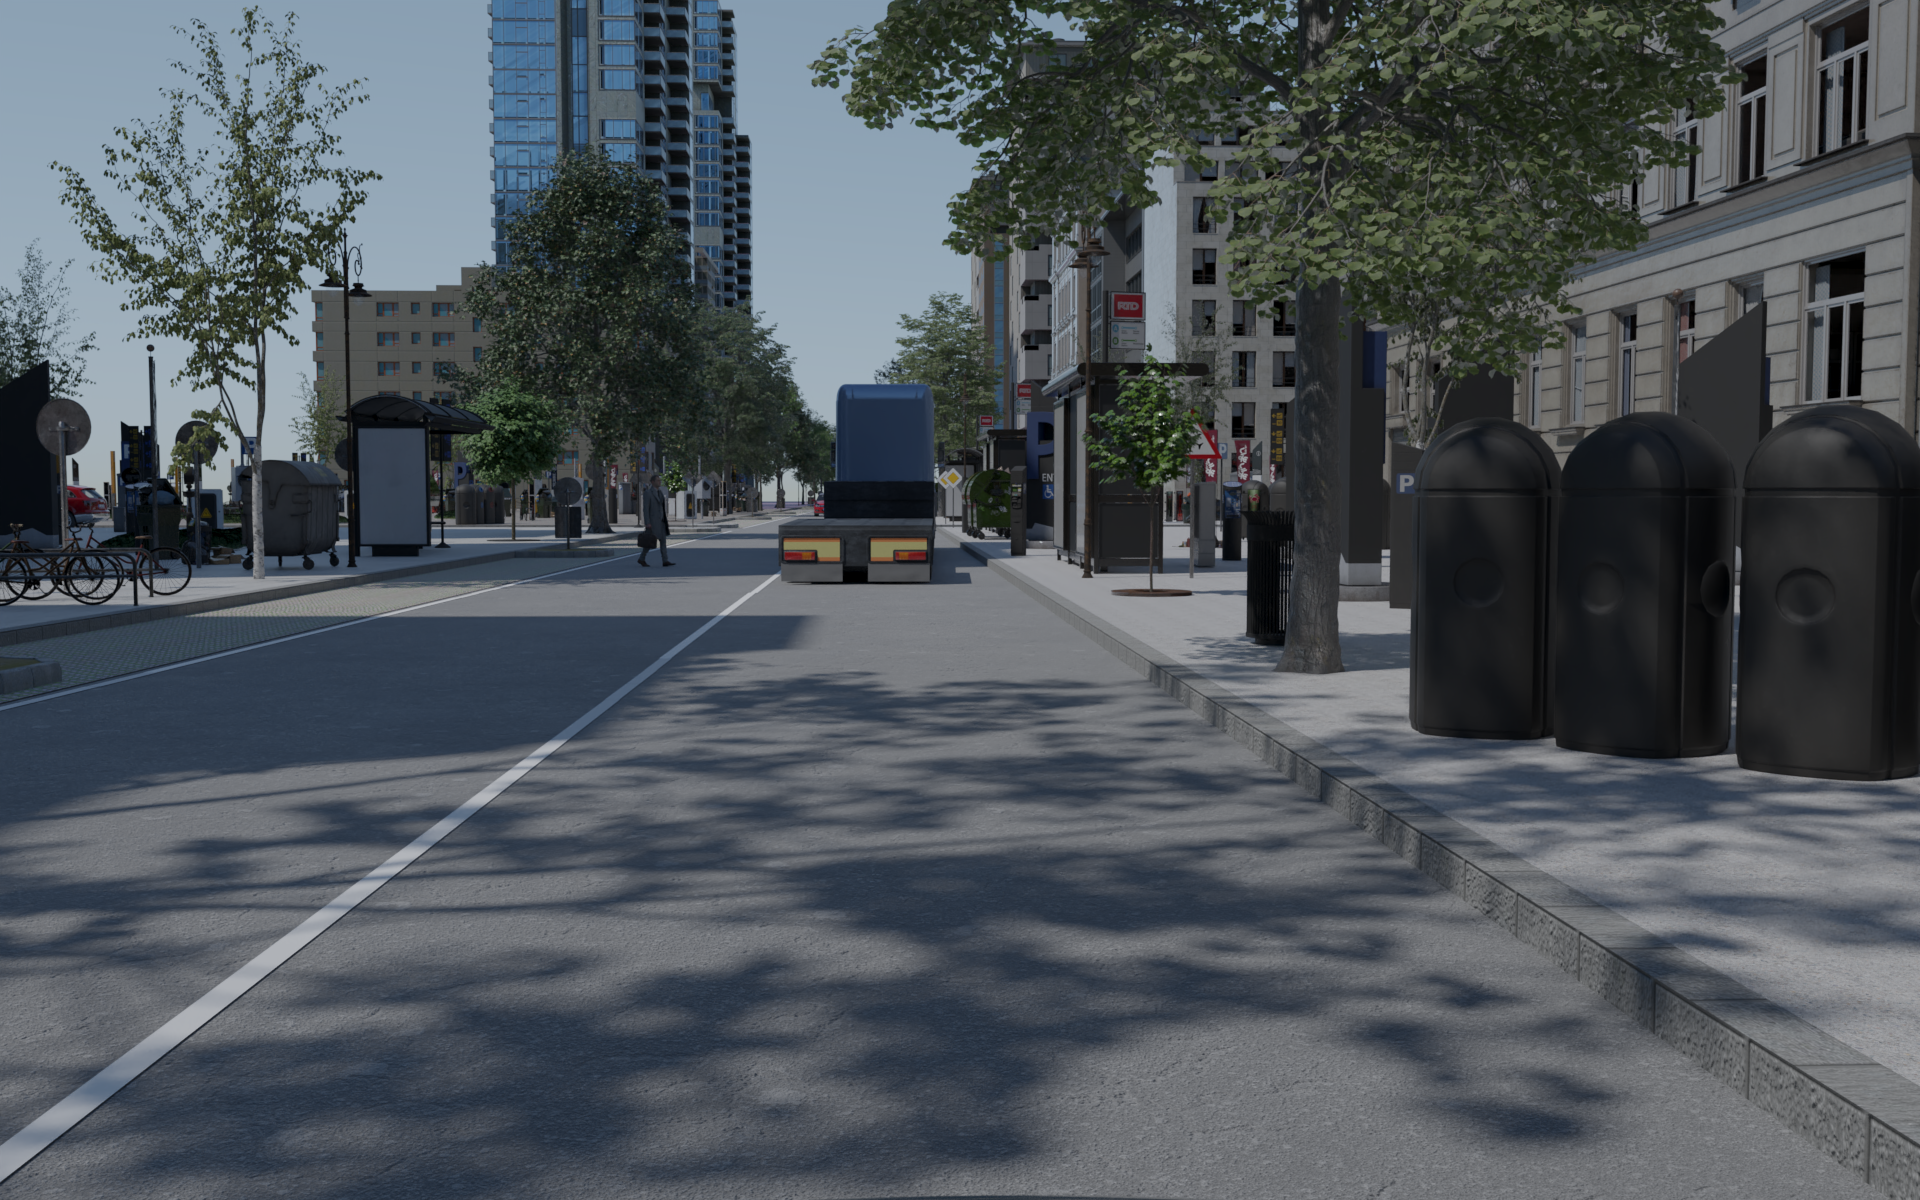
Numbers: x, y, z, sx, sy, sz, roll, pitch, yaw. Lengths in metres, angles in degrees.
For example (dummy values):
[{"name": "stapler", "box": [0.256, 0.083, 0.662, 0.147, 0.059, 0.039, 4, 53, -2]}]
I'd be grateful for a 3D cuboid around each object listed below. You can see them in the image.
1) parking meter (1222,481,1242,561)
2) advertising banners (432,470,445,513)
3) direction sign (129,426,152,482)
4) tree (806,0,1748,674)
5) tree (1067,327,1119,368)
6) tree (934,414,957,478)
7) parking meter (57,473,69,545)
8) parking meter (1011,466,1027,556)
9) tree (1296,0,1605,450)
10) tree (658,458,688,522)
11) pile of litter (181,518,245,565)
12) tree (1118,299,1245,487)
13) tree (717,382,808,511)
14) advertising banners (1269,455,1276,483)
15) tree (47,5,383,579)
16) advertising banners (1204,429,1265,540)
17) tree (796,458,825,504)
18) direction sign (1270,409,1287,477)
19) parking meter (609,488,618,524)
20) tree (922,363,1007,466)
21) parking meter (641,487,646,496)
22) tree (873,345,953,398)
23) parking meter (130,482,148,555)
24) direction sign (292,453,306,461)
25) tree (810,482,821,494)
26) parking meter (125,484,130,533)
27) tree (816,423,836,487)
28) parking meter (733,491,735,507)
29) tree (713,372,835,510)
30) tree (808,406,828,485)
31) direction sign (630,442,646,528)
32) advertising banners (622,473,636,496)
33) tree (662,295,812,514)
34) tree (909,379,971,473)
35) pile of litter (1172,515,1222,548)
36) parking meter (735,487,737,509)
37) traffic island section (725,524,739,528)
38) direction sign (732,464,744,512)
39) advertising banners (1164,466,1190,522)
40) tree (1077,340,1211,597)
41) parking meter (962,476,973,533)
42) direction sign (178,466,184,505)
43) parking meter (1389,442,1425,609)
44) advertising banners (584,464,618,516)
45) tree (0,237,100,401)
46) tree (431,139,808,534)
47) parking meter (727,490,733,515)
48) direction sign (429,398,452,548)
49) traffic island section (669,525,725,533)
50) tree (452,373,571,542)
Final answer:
[{"name": "parking meter", "box": [5.247, -1.528, 33.397, 0.372, 1.533, 0.369, 0, 3, 0]}, {"name": "advertising banners", "box": [-37.924, -8.029, 127.462, 2.074, 3.025, 0.090, 1, 4, 17]}, {"name": "direction sign", "box": [-27.067, -3.997, 57.356, 0.876, 3.537, 0.379, 0, 4, 7]}, {"name": "tree", "box": [2.479, -5.779, 12.610, 7.486, 12.596, 7.792, 0, 3, 0]}, {"name": "tree", "box": [5.732, -7.665, 75.678, 4.360, 8.622, 3.978, 0, 3, 0]}, {"name": "tree", "box": [-1.291, -10.896, 128.511, 4.737, 8.622, 4.395, 0, 3, 0]}, {"name": "parking meter", "box": [-22.755, -2.326, 43.738, 0.399, 1.863, 0.255, -2, 4, -30]}, {"name": "parking meter", "box": [1.215, -1.848, 35.933, 0.255, 1.863, 0.399, 1, 4, 17]}, {"name": "tree", "box": [6.927, -4.569, 25.067, 4.360, 8.622, 3.978, 0, 3, 0]}, {"name": "tree", "box": [-13.227, -5.282, 80.965, 1.663, 3.219, 1.824, 0, 3, 0]}, {"name": "pile of litter", "box": [-13.800, -1.106, 32.044, 1.176, 0.858, 1.719, 0, 4, 2]}, {"name": "tree", "box": [8.626, -6.985, 64.570, 4.360, 8.622, 3.978, 0, 3, 0]}, {"name": "tree", "box": [-15.343, -12.024, 131.009, 8.767, 10.594, 7.601, 3, 5, 39]}, {"name": "advertising banners", "box": [9.830, -3.635, 55.622, 2.074, 3.025, 0.090, 1, 4, 17]}, {"name": "tree", "box": [-10.817, -4.620, 25.893, 4.737, 8.622, 4.395, 0, 3, 0]}, {"name": "advertising banners", "box": [7.293, -3.066, 46.318, 0.090, 3.025, 2.074, -3, 5, -44]}, {"name": "tree", "box": [-19.875, -16.777, 224.665, 4.360, 8.622, 3.978, 0, 3, 0]}, {"name": "direction sign", "box": [8.654, -3.296, 45.886, 0.876, 3.537, 0.379, 0, 4, 4]}, {"name": "parking meter", "box": [-14.987, -4.062, 74.826, 0.372, 1.533, 0.369, 0, 3, 0]}, {"name": "tree", "box": [-1.214, -11.043, 114.973, 8.767, 10.594, 7.601, 0, 4, -3]}, {"name": "parking meter", "box": [-25.582, -8.217, 140.053, 0.255, 1.863, 0.399, -3, 5, -43]}, {"name": "tree", "box": [-3.966, -21.960, 214.934, 12.611, 20.169, 13.585, 0, 3, 0]}, {"name": "parking meter", "box": [-17.125, -1.709, 36.349, 0.372, 1.533, 0.369, 0, 3, 0]}, {"name": "direction sign", "box": [-36.133, -6.288, 94.800, 0.379, 3.537, 0.876, 2, 4, 34]}, {"name": "tree", "box": [-21.455, -16.009, 256.340, 1.663, 3.219, 1.824, 0, 3, 0]}, {"name": "parking meter", "box": [-20.792, -2.152, 43.593, 0.372, 1.533, 0.369, 0, 3, 0]}, {"name": "tree", "box": [-23.462, -24.423, 305.974, 9.857, 13.997, 8.962, 0, 3, 0]}, {"name": "parking meter", "box": [-19.461, -8.552, 148.237, 0.372, 1.533, 0.369, 0, 3, 0]}, {"name": "tree", "box": [-16.437, -13.147, 140.712, 9.928, 11.665, 9.643, 0, 3, 0]}, {"name": "tree", "box": [-17.202, -15.062, 163.277, 9.611, 12.733, 9.660, 0, 3, 0]}, {"name": "direction sign", "box": [-12.257, -4.524, 65.959, 0.876, 3.537, 0.379, 3, 4, 39]}, {"name": "advertising banners", "box": [-26.518, -8.845, 140.809, 2.074, 3.025, 0.090, 1, 4, 17]}, {"name": "tree", "box": [-14.967, -12.455, 110.294, 9.857, 13.997, 8.962, 0, 3, 0]}, {"name": "tree", "box": [-3.096, -15.753, 167.925, 12.009, 13.543, 11.850, 0, 3, 0]}, {"name": "pile of litter", "box": [5.872, -1.693, 41.650, 1.176, 0.858, 1.719, -2, 4, -27]}, {"name": "parking meter", "box": [-18.750, -8.538, 145.308, 0.255, 1.863, 0.399, 0, 4, 4]}, {"name": "traffic island section", "box": [-10.471, -3.132, 73.482, 2.009, 0.180, 2.903, 0, 4, -3]}, {"name": "direction sign", "box": [-15.635, -7.946, 121.912, 0.876, 3.537, 0.379, 1, 4, 9]}, {"name": "advertising banners", "box": [10.186, -5.151, 80.404, 2.074, 3.025, 0.090, -3, 5, -44]}, {"name": "tree", "box": [2.303, -1.675, 21.986, 1.663, 3.219, 1.824, 0, 3, 0]}, {"name": "parking meter", "box": [0.274, -3.143, 57.105, 0.399, 1.863, 0.255, -1, 4, -12]}, {"name": "direction sign", "box": [-63.137, -9.095, 140.705, 0.876, 3.537, 0.379, -1, 4, -20]}, {"name": "parking meter", "box": [5.033, -0.835, 19.368, 0.399, 1.863, 0.255, 2, 4, 30]}, {"name": "advertising banners", "box": [-21.224, -6.496, 102.392, 2.074, 3.025, 0.090, 0, 4, 2]}, {"name": "tree", "box": [-27.281, -6.109, 50.250, 4.360, 8.622, 3.978, 0, 3, 0]}, {"name": "tree", "box": [-11.857, -8.515, 56.234, 9.611, 12.733, 9.660, 0, 3, 0]}, {"name": "parking meter", "box": [-14.440, -6.027, 106.954, 0.372, 1.533, 0.369, 0, 3, 0]}, {"name": "direction sign", "box": [-12.326, -3.007, 41.165, 0.379, 3.537, 0.876, 1, 4, 14]}, {"name": "traffic island section", "box": [-10.120, -2.644, 65.505, 2.009, 0.180, 2.903, 0, 4, -3]}, {"name": "tree", "box": [-12.300, -3.886, 47.251, 4.285, 4.588, 4.351, 0, 3, 0]}]
